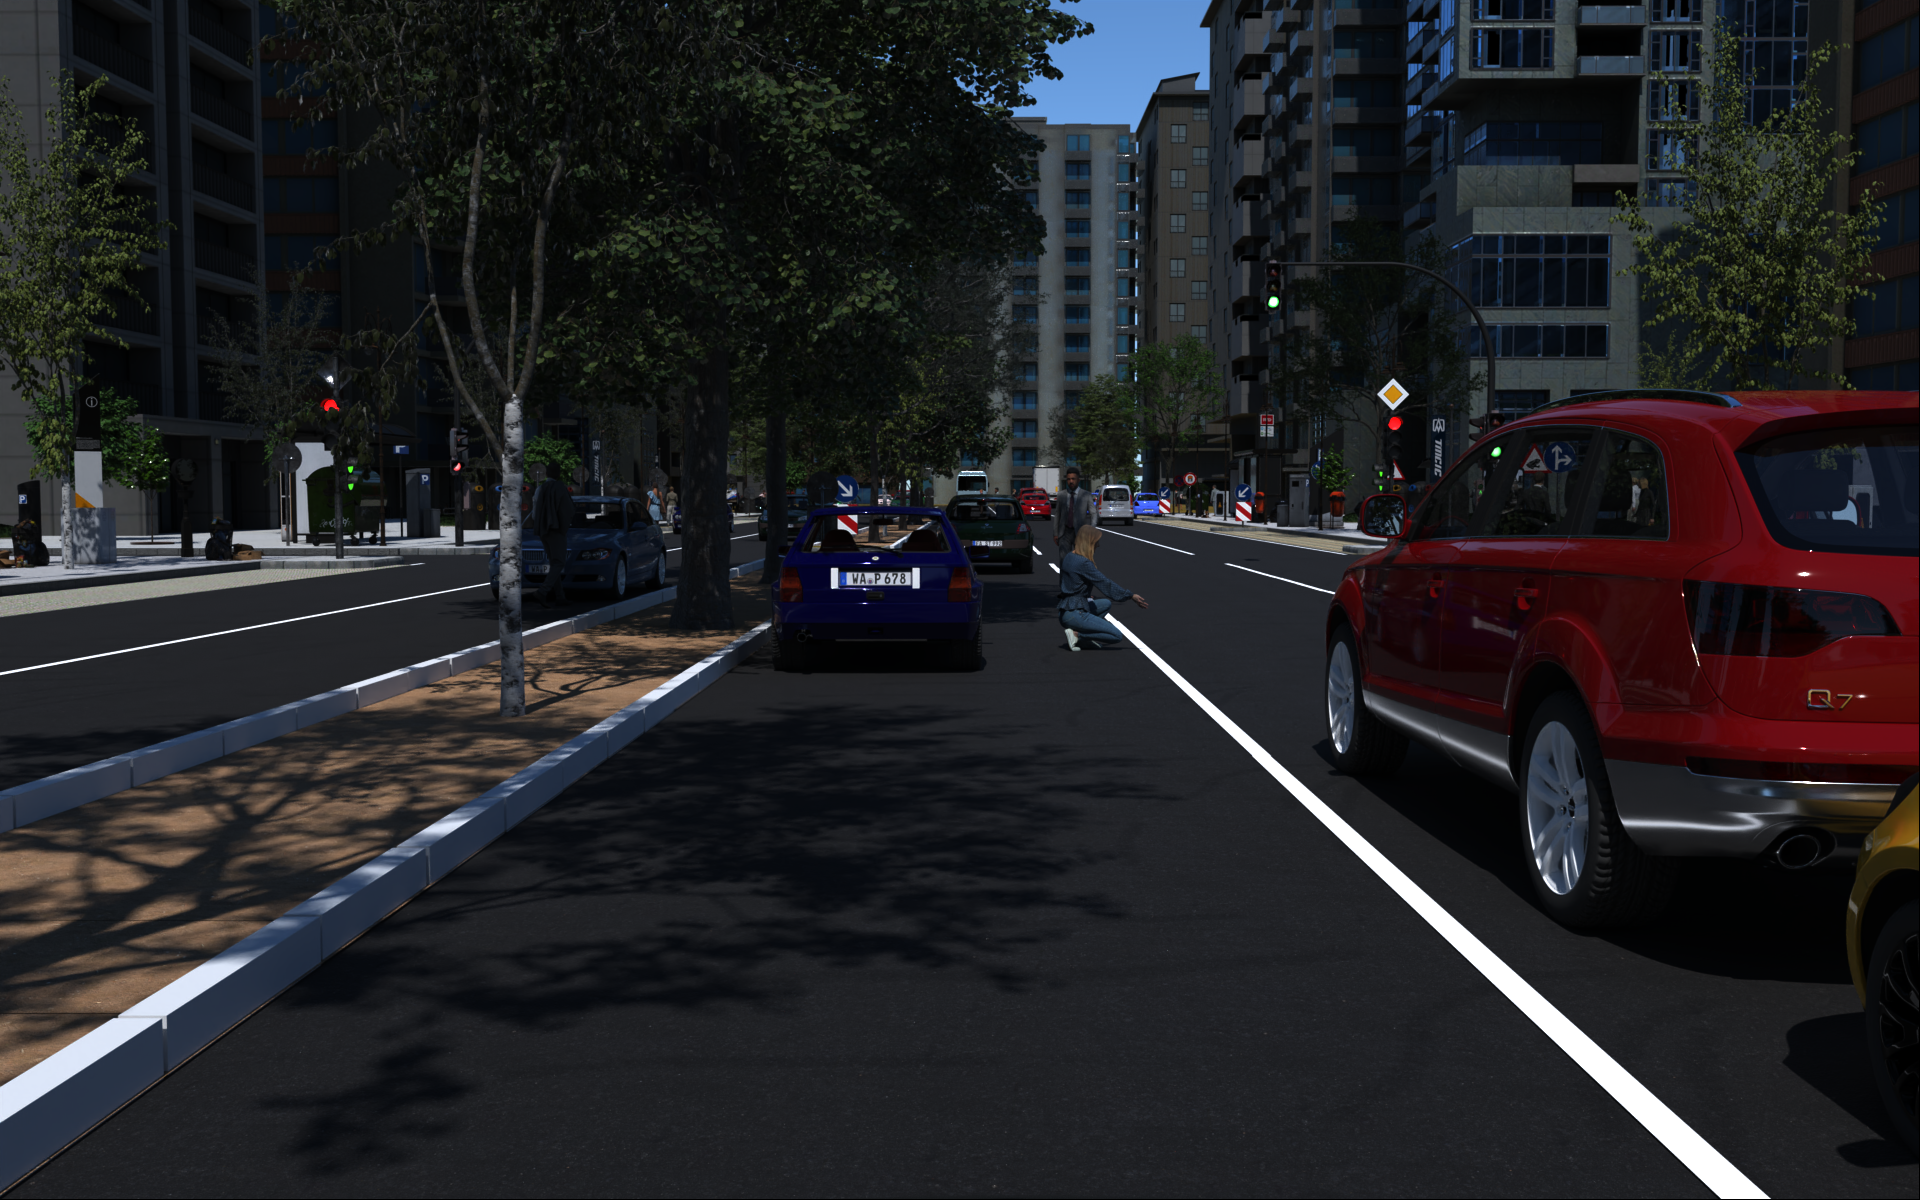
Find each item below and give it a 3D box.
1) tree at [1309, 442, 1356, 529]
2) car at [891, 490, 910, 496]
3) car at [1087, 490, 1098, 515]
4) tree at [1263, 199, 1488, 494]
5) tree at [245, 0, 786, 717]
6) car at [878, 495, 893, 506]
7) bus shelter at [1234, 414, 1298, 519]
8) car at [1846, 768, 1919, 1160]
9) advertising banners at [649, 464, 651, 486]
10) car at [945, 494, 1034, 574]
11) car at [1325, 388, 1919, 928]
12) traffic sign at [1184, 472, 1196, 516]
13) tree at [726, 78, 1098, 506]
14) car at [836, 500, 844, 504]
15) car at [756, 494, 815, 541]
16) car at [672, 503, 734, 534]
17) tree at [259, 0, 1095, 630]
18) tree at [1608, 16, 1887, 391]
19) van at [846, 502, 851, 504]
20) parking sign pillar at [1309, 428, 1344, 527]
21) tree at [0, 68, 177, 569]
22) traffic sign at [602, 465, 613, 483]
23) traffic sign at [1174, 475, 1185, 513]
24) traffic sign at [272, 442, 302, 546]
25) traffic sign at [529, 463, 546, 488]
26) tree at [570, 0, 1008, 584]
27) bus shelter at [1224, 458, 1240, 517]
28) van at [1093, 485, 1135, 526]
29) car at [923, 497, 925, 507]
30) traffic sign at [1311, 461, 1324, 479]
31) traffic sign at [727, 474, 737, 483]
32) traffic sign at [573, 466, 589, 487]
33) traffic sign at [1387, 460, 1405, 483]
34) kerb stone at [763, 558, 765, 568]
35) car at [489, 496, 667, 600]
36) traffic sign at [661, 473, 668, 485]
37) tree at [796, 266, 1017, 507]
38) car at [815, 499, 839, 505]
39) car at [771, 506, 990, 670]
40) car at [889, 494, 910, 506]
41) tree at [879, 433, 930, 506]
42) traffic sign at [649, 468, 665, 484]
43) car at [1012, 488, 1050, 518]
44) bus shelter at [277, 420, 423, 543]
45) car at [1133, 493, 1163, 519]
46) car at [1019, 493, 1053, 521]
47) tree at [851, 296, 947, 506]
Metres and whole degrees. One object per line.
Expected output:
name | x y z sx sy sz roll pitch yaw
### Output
tree | 13.968 -4.279 64.556 1.663 3.219 1.824 0 3 0
car | -4.988 -8.998 155.792 2.281 1.827 5.304 0 4 2
car | 7.908 -5.752 103.628 1.945 1.707 3.694 0 4 1
tree | 13.246 -7.404 55.468 7.601 10.594 8.767 0 4 5
tree | -2.891 -3.566 11.117 4.360 8.622 3.978 0 3 0
car | -8.028 -10.502 184.076 2.083 1.381 4.827 0 4 2
bus shelter | 14.664 -6.537 84.508 2.179 5.291 8.768 0 4 1
car | 2.848 0.476 2.439 2.015 1.641 3.980 0 4 2
advertising banners | -17.587 -6.213 97.763 0.090 3.025 2.074 0 4 -3
car | 0.426 -1.391 32.530 2.009 1.686 4.222 0 4 -1
car | 2.969 0.086 7.263 2.281 1.827 5.304 0 4 -1
traffic sign | 13.514 -6.219 101.781 0.768 2.556 0.104 0 4 3
tree | -2.468 -8.377 49.793 12.009 13.543 11.850 0 3 0
car | -8.184 -6.090 108.370 1.959 1.807 4.718 0 3 0
car | -5.304 -2.712 54.124 2.009 1.686 4.222 0 4 -1
car | -9.333 -3.085 63.012 1.945 1.354 3.894 0 4 2
tree | -2.755 -6.669 18.148 9.857 13.997 8.962 0 3 0
tree | 12.226 -4.668 26.679 4.737 8.622 4.395 0 3 0
van | -8.884 -7.356 127.285 2.013 2.044 4.112 0 4 0
parking sign pillar | 14.490 -4.900 68.593 1.447 3.967 1.447 0 4 3
tree | -15.401 -4.820 29.165 4.737 8.622 4.395 0 3 0
traffic sign | -15.650 -4.657 76.243 0.768 2.556 0.104 1 4 8
traffic sign | 14.700 -7.099 116.170 0.768 2.556 0.104 0 4 4
traffic sign | -16.635 -2.611 42.804 0.768 2.556 0.104 0 4 3
traffic sign | -17.233 -4.319 70.715 0.768 2.556 0.104 0 4 8
tree | -3.028 -6.547 27.633 7.486 12.596 7.792 0 3 0
bus shelter | 15.547 -6.046 92.770 2.014 3.302 5.546 0 4 1
van | 7.044 -4.426 79.378 2.013 2.044 4.112 0 4 2
car | -4.452 -10.059 173.256 1.959 1.807 4.718 0 4 1
traffic sign | 13.758 -4.029 65.977 0.768 2.556 0.104 0 4 8
traffic sign | -14.311 -6.605 108.092 0.768 2.556 0.104 0 4 6
traffic sign | -17.373 -4.848 79.376 0.768 2.556 0.104 0 4 3
traffic sign | 16.063 -3.930 64.263 0.884 2.594 0.081 0 4 5
kerb stone | -3.866 -0.691 33.497 0.120 0.150 1.000 0 4 0
car | -5.400 -0.793 24.965 2.014 1.417 4.499 0 4 2
traffic sign | -17.330 -6.146 100.593 0.768 2.556 0.104 0 4 6
tree | -2.101 -9.801 79.703 9.611 12.733 9.660 0 3 0
car | -8.151 -5.671 102.511 2.009 1.686 4.222 0 3 0
car | -0.693 -0.175 15.441 1.945 1.354 3.894 0 4 -1
car | -4.601 -7.779 138.977 2.131 1.459 4.920 0 4 0
tree | -2.254 -8.586 93.194 4.360 8.622 3.978 0 3 0
traffic sign | -14.747 -5.147 84.256 0.768 2.556 0.104 0 4 2
car | 4.258 -5.748 102.657 2.281 1.827 5.304 0 4 0
bus shelter | -16.576 -3.273 47.436 2.014 3.302 5.546 0 4 0
car | 10.710 -5.522 99.875 1.945 1.707 3.694 0 4 1
car | 4.051 -5.252 94.903 2.155 1.783 4.494 0 4 1
tree | -2.512 -6.458 58.400 4.737 8.622 4.395 0 3 0
